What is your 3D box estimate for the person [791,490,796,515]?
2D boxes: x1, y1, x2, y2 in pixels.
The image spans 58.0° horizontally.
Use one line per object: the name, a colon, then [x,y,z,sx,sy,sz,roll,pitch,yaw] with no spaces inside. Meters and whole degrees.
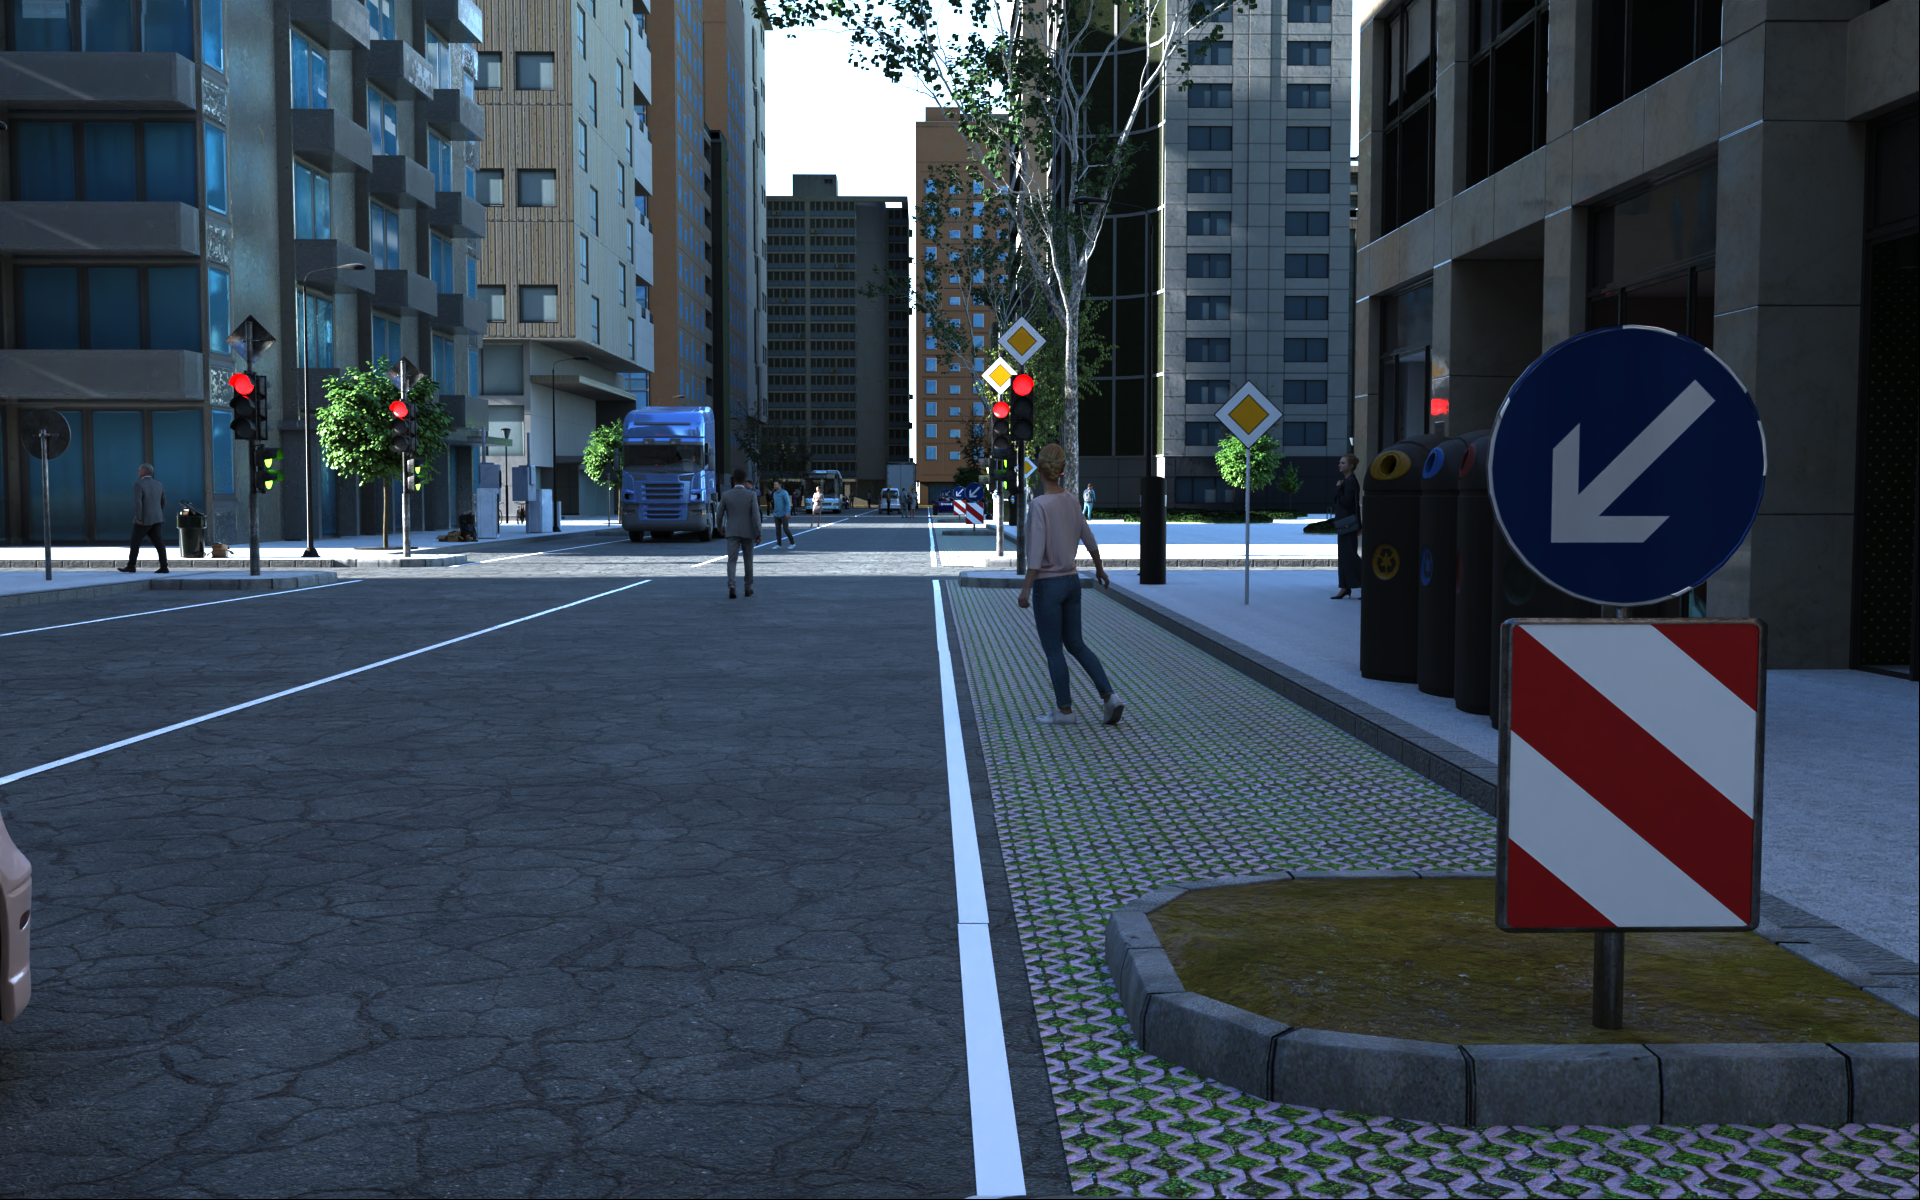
person: [-11.118,-6.515,115.946,0.530,1.710,0.541,0,4,6]

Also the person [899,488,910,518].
person: [-3.406,-5.902,105.103,0.635,1.810,0.391,2,4,23]

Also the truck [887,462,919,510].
truck: [-5.227,-10.298,157.290,2.839,4.237,11.283,0,4,0]

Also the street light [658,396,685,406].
street light: [-13.659,-6.680,81.757,1.470,5.913,1.316,0,4,-1]

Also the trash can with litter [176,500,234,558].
trash can with litter: [-15.190,-1.435,34.848,1.055,1.170,0.624,-1,4,-13]

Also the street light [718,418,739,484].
street light: [-14.103,-8.110,105.142,1.470,5.913,1.316,0,4,-1]

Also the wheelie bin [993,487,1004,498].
wheelie bin: [2.020,-4.380,79.515,0.980,1.594,0.693,0,4,6]

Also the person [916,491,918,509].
person: [-4.237,-9.666,167.339,0.445,1.727,0.742,0,4,-3]

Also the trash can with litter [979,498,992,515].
trash can with litter: [1.718,-5.966,108.930,1.055,1.170,0.624,3,5,43]

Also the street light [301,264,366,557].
street light: [-12.663,-3.823,35.051,1.470,5.913,1.316,0,4,-1]

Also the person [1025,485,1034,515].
person: [3.047,-4.381,77.781,0.679,1.850,0.850,3,4,39]

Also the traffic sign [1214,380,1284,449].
traffic sign: [3.352,-1.243,20.050,0.795,2.593,0.064,0,4,7]

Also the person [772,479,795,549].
person: [-4.604,-2.243,45.185,0.660,1.820,0.620,3,5,41]

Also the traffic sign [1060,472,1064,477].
traffic sign: [2.858,-3.248,53.108,0.884,2.594,0.081,0,4,0]

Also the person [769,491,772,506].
person: [-20.395,-10.959,185.084,0.599,1.838,0.709,3,4,38]

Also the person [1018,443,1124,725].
person: [0.745,-0.093,10.689,0.598,1.740,0.731,2,4,29]

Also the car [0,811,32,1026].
car: [-3.094,0.618,2.258,2.083,1.381,4.827,0,4,-2]

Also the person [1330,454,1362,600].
person: [4.779,-0.894,21.088,0.534,1.772,0.576,0,4,-3]

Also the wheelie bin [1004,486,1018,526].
wheelie bin: [2.318,-3.808,70.163,0.693,1.594,0.980,1,4,10]

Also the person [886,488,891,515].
person: [-4.872,-6.760,119.043,0.705,1.823,1.348,0,4,-3]

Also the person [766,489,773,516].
person: [-12.457,-6.384,113.405,0.721,1.766,1.217,-1,4,-22]

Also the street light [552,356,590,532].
street light: [-13.165,-5.259,58.524,1.470,5.913,1.316,0,4,-1]

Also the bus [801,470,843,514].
bus: [-10.196,-8.254,129.817,2.948,3.499,13.247,0,4,-3]

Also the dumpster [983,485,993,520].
dumpster: [1.909,-5.163,86.903,1.502,2.255,1.985,0,4,-1]

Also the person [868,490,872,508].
person: [-9.520,-10.663,182.827,0.705,1.826,1.348,0,4,4]

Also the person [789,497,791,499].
person: [-18.187,-10.513,181.147,0.991,1.433,0.599,0,4,-4]

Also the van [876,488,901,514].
van: [-5.051,-7.227,125.179,2.013,2.044,4.112,0,4,-3]

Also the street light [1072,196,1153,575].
street light: [2.442,-3.344,27.219,1.470,5.913,1.316,0,4,-1]

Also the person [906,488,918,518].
person: [-2.889,-5.841,104.361,0.716,1.782,0.532,-1,4,-17]

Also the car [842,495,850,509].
car: [-11.315,-9.190,162.836,1.945,1.354,3.894,0,4,0]

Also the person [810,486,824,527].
person: [-6.146,-4.016,74.510,0.599,1.781,0.374,0,4,1]

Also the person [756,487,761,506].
person: [-15.424,-7.676,131.414,0.709,1.838,0.599,-1,4,-23]

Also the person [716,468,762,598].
person: [-3.061,-0.931,23.998,0.678,1.792,0.850,0,4,1]

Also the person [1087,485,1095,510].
person: [7.356,-5.683,98.820,0.638,1.841,0.748,2,4,27]

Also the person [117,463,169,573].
person: [-13.226,-1.322,28.059,0.834,1.777,0.661,1,4,11]

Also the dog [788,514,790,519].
dog: [-10.109,-5.120,100.544,0.513,0.831,0.800,1,4,12]

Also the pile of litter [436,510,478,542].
pile of litter: [-13.564,-2.006,46.770,1.176,0.858,1.719,0,4,-2]

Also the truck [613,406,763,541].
truck: [-8.836,-4.238,59.054,2.967,4.110,18.799,0,4,-1]

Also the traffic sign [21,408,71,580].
traffic sign: [-13.570,-1.566,25.715,0.768,2.556,0.104,0,4,4]

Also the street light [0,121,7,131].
street light: [-12.524,-3.002,21.620,1.470,5.913,1.316,0,4,-1]

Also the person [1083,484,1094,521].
person: [6.124,-4.665,82.665,0.623,1.781,0.721,2,4,34]

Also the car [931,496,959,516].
car: [-0.934,-6.296,115.525,1.945,1.354,3.894,0,4,-2]

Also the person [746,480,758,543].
person: [-6.220,-2.629,51.296,0.447,1.846,0.655,-1,4,-17]

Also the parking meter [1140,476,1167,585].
parking meter: [2.753,-0.995,24.679,0.372,1.533,0.369,0,3,0]

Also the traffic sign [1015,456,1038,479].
traffic sign: [2.308,-3.679,59.881,0.795,2.593,0.064,0,4,3]

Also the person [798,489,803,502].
person: [-15.778,-10.060,170.977,0.683,1.767,0.568,1,4,10]

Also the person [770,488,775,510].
person: [-15.462,-8.341,142.975,0.434,1.755,0.990,-1,4,-20]

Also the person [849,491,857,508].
person: [-11.349,-10.680,183.651,0.617,1.759,0.750,3,5,41]
